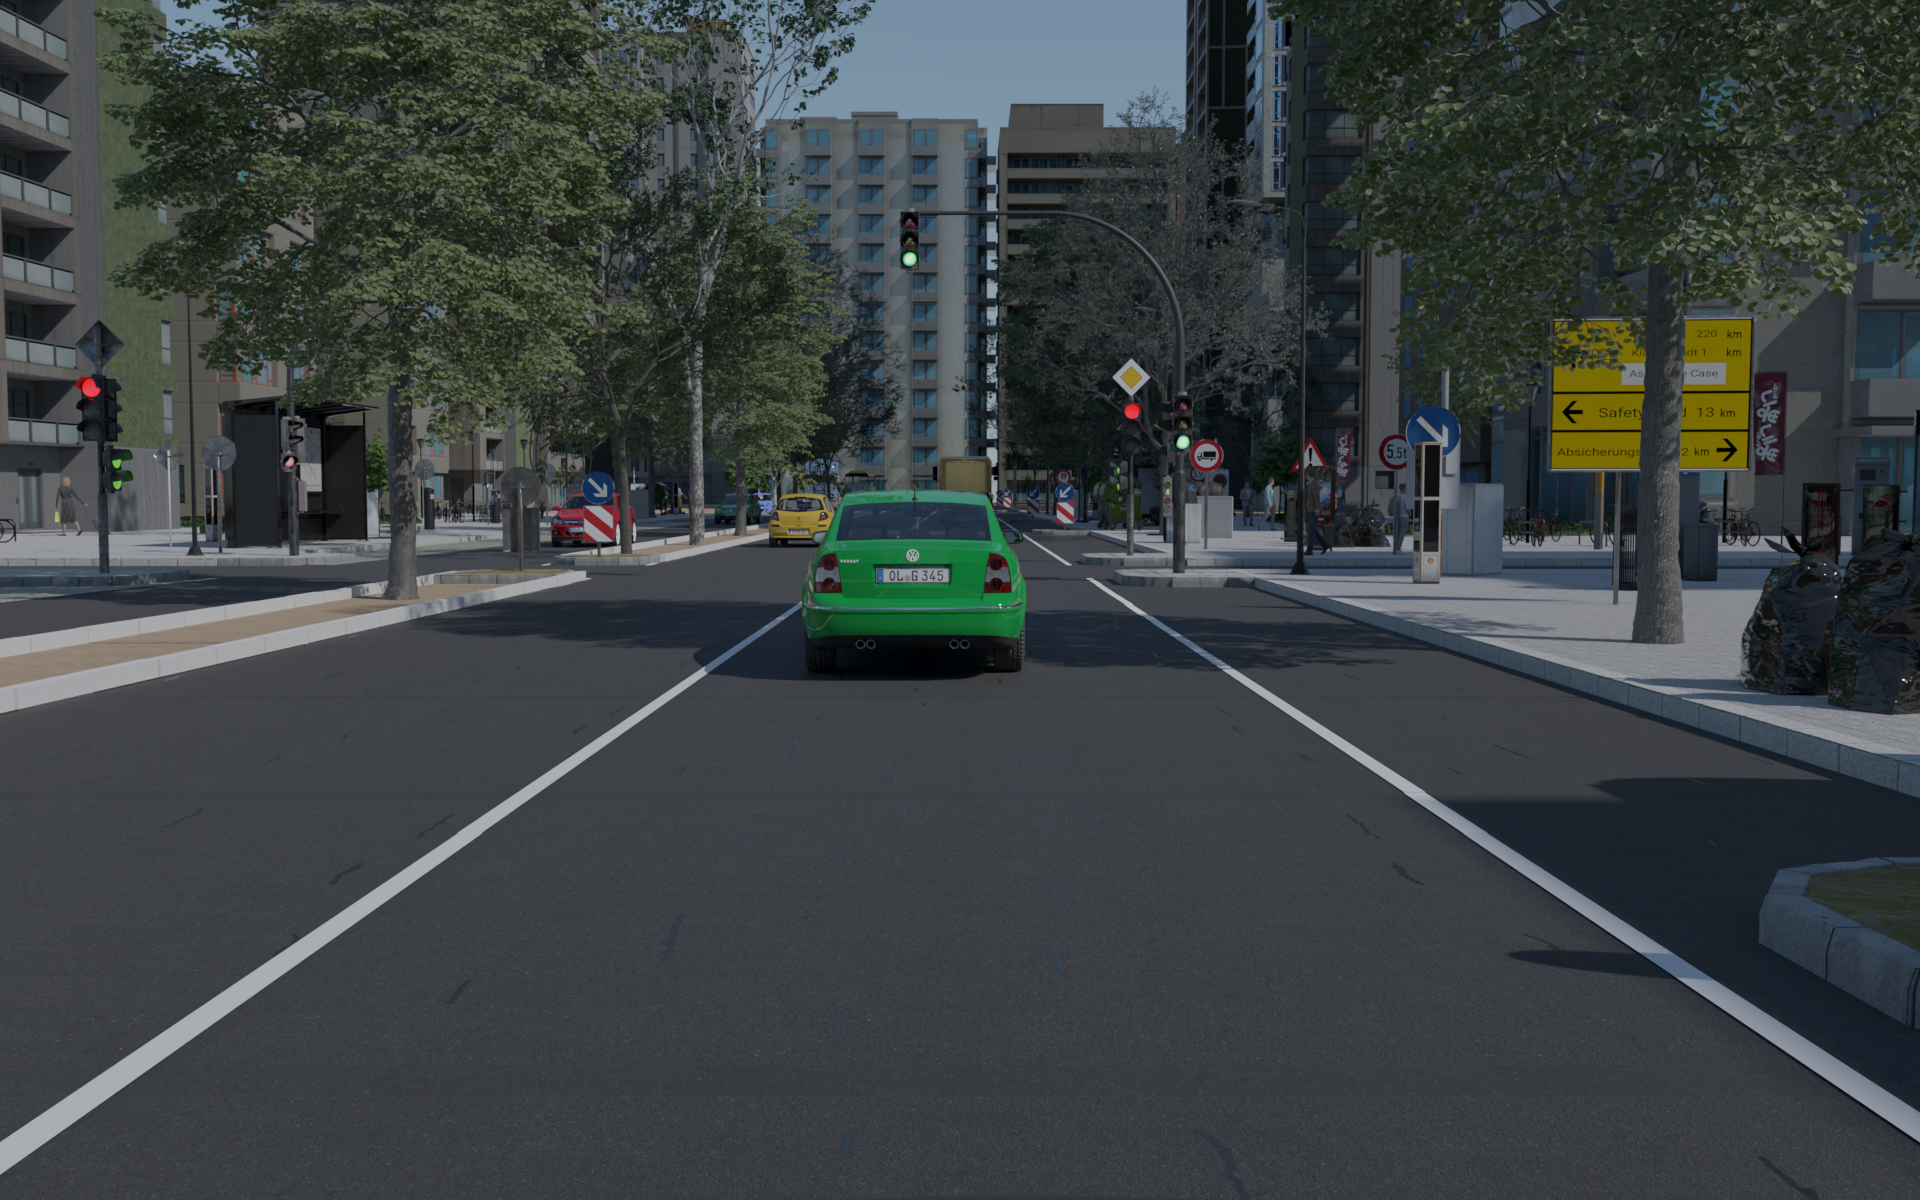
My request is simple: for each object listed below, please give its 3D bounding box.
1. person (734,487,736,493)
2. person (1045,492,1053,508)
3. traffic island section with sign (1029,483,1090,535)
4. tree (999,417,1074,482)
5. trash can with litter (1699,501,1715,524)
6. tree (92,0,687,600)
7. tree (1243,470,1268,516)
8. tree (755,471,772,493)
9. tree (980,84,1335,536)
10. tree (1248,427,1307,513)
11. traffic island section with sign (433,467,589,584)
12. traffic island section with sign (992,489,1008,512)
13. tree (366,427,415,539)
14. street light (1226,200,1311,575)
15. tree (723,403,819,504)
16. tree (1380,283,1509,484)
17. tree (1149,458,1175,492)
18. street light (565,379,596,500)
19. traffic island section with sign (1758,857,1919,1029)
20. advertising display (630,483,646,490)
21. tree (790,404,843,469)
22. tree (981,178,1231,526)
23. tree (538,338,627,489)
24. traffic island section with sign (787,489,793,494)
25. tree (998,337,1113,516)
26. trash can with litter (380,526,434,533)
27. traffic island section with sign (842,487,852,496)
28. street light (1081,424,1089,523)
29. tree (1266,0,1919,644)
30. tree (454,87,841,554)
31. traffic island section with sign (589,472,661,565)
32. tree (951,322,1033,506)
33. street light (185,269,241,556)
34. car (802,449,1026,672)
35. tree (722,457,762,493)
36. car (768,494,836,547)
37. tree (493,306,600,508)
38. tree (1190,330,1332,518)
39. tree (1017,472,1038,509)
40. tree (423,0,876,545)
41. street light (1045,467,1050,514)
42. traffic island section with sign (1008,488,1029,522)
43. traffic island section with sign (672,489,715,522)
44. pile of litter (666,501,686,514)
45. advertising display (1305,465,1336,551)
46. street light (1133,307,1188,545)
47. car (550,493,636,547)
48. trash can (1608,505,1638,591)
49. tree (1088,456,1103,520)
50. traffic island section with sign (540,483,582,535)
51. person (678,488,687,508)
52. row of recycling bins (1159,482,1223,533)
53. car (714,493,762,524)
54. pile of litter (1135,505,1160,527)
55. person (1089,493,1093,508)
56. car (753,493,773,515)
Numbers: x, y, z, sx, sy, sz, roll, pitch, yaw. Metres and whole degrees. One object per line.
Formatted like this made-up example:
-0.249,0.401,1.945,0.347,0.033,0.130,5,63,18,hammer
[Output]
-16.075,-7.239,124.533,0.705,1.807,1.348,3,4,37,person
7.944,-9.122,156.124,0.756,1.711,0.436,2,4,35,person
3.575,-3.229,61.419,1.989,1.847,2.006,0,3,0,traffic island section with sign
6.951,-13.682,158.117,7.601,10.594,8.767,1,4,19,tree
11.805,-1.049,28.535,1.055,1.170,0.624,0,4,2,trash can with litter
-7.641,-6.291,23.444,7.486,12.596,7.792,0,3,0,tree
17.688,-6.574,102.079,1.663,3.219,1.824,0,3,0,tree
-16.714,-9.377,147.907,1.663,3.219,1.824,0,3,0,tree
6.193,-8.722,52.977,12.009,13.543,11.850,0,3,0,tree
15.589,-6.153,84.318,4.285,4.588,4.351,0,3,0,tree
-7.335,-1.234,28.311,2.006,1.907,1.989,0,3,0,traffic island section with sign
3.628,-7.902,137.833,1.989,1.847,2.006,0,3,0,traffic island section with sign
-16.693,-3.376,49.802,1.663,3.219,1.824,0,3,0,tree
4.894,-3.362,27.518,1.470,5.913,1.316,0,3,0,street light
-16.283,-14.522,154.449,9.611,12.733,9.660,0,3,0,tree
16.595,-6.653,59.137,4.737,8.622,4.395,0,3,0,tree
9.573,-5.111,78.161,1.663,3.219,1.824,0,3,0,tree
-15.331,-5.951,69.843,1.470,5.913,1.316,0,3,0,street light
3.547,0.218,5.059,1.989,1.847,2.006,0,3,0,traffic island section with sign
-18.891,-5.896,101.607,0.974,1.923,0.123,-2,4,-29,advertising display
-16.077,-15.976,186.964,9.928,11.665,9.643,0,3,0,tree
5.878,-9.954,69.408,9.857,13.997,8.962,0,3,0,tree
-16.664,-7.735,76.834,4.737,8.622,4.395,0,3,0,tree
-13.489,-7.945,138.530,1.989,1.847,2.006,0,3,0,traffic island section with sign
5.770,-10.830,102.818,9.928,11.665,9.643,0,3,0,tree
-18.736,-2.834,57.392,2.233,1.210,1.678,1,4,16,trash can with litter
-7.284,-6.283,110.857,2.006,1.907,1.989,0,3,0,traffic island section with sign
5.027,-6.397,77.126,1.470,5.913,1.316,0,3,0,street light
6.205,-5.876,14.207,7.486,12.596,7.792,0,3,0,tree
-7.386,-6.218,38.532,8.767,10.594,7.601,0,3,0,tree
-7.321,-1.687,35.719,2.006,1.907,1.989,0,3,0,traffic island section with sign
5.426,-20.414,189.660,12.611,20.169,13.585,0,3,0,tree
-15.390,-3.874,35.886,1.470,5.913,1.316,0,3,0,street light
-0.382,-0.400,15.330,1.959,1.807,4.718,0,4,-1,car
-16.422,-8.974,130.436,4.285,4.588,4.351,0,3,0,tree
-4.268,-2.304,47.896,2.015,1.641,3.980,0,4,0,car
-15.632,-6.994,64.709,4.360,8.622,3.978,0,3,0,tree
15.556,-9.715,93.254,8.767,10.594,7.601,0,4,6,tree
5.973,-9.533,150.465,1.663,3.219,1.824,0,3,0,tree
-8.559,-11.635,48.583,12.611,20.169,13.585,0,3,0,tree
5.085,-8.474,111.083,1.470,5.913,1.316,0,3,0,street light
3.602,-4.884,88.486,1.989,1.847,2.006,0,3,0,traffic island section with sign
-13.523,-4.869,88.228,1.989,1.847,2.006,0,3,0,traffic island section with sign
-18.298,-5.913,110.635,1.719,0.858,1.176,1,4,19,pile of litter
8.151,-2.079,39.212,0.123,1.923,0.974,-2,4,-25,advertising display
4.984,-4.320,43.170,1.470,5.913,1.316,0,3,0,street light
-10.196,-2.401,48.300,2.155,1.783,4.494,0,4,-1,car
9.044,-0.703,23.140,0.748,1.137,0.748,0,3,0,trash can
6.626,-5.497,84.472,1.663,3.219,1.824,0,3,0,tree
-13.542,-3.183,60.670,1.989,1.847,2.006,0,3,0,traffic island section with sign
-20.939,-7.505,129.483,1.217,1.736,0.721,2,4,26,person
7.533,-3.025,56.568,1.069,1.692,3.534,2,4,35,row of recycling bins
-10.732,-4.590,83.837,1.959,1.807,4.718,0,4,2,car
7.533,-3.381,69.245,1.176,0.858,1.719,3,5,44,pile of litter
12.024,-9.182,156.044,0.599,1.838,0.709,-3,5,-44,person
-13.685,-6.724,119.530,1.945,1.707,3.694,0,3,0,car
